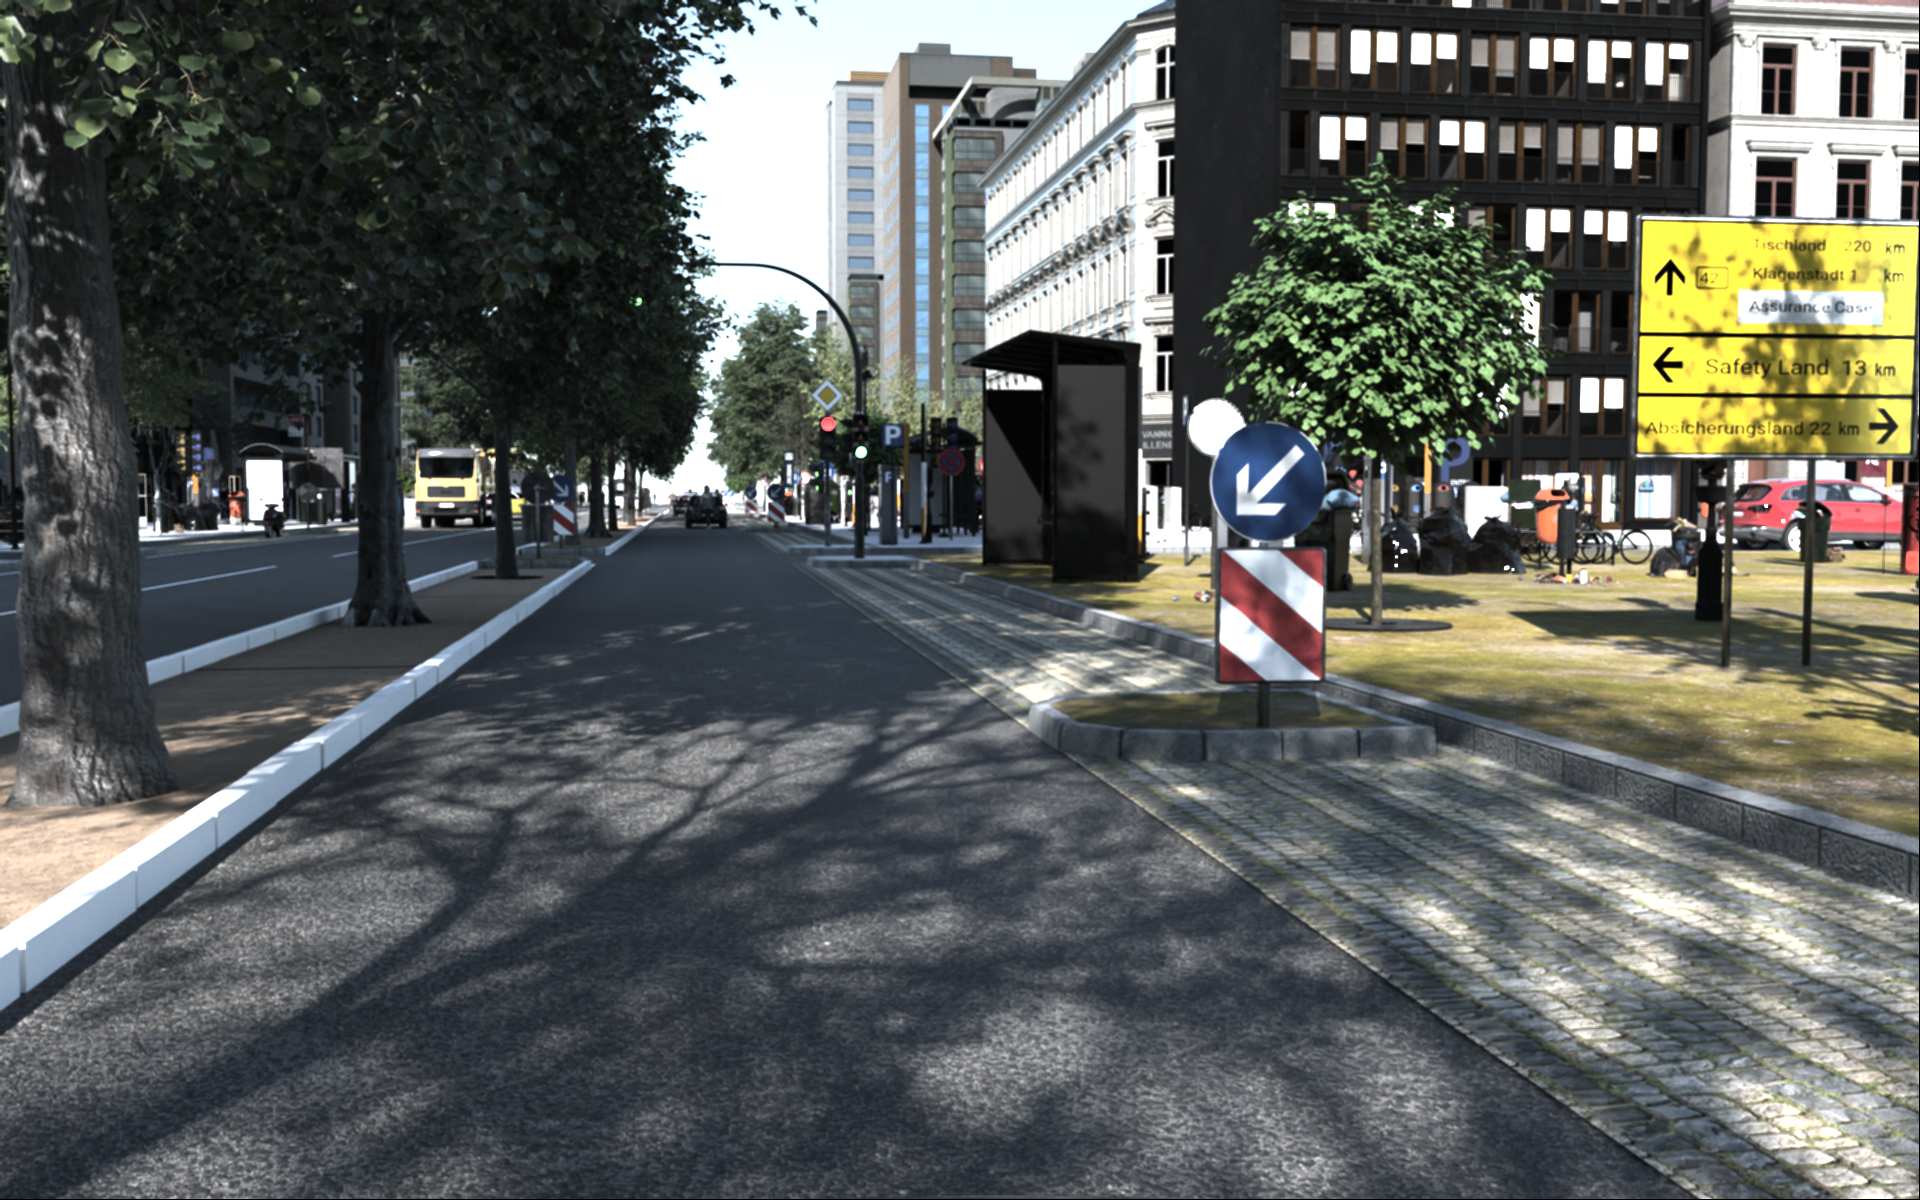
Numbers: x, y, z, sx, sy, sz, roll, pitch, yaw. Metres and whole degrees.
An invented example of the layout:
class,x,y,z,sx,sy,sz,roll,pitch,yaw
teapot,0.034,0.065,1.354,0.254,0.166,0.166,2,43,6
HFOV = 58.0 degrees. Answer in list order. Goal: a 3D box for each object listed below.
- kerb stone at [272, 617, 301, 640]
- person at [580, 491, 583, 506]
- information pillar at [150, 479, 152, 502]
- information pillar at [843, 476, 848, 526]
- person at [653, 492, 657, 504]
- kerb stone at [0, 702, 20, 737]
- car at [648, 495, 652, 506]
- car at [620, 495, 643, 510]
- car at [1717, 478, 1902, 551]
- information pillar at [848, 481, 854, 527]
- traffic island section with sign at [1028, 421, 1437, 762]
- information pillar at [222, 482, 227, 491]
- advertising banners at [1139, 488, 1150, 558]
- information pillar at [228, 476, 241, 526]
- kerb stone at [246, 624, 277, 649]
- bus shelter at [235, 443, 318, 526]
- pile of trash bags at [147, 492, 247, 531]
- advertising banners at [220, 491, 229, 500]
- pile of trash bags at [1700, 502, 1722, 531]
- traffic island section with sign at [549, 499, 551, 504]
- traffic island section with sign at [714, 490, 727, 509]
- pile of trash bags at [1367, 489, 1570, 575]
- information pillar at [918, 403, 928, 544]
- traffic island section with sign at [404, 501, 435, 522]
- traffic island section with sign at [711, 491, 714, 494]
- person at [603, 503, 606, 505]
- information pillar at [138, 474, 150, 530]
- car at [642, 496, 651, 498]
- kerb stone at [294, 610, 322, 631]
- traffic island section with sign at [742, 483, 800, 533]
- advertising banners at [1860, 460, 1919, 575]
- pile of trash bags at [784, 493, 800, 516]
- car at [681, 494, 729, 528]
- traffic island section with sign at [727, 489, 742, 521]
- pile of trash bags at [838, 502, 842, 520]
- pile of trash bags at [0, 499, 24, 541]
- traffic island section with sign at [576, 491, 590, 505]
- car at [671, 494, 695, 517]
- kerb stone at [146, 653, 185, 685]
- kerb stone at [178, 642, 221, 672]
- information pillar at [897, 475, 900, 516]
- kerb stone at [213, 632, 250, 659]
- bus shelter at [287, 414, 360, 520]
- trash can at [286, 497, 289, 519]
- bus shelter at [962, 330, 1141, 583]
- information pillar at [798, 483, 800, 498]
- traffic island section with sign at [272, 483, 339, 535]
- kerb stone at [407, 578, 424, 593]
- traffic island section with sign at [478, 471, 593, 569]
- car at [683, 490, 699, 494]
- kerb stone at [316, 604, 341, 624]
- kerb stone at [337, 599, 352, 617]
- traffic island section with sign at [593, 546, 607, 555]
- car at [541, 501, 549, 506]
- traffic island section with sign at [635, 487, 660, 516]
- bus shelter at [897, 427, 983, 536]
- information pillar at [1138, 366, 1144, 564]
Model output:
class,x,y,z,sx,sy,sz,roll,pitch,yaw
kerb stone,-6.787,0.302,17.314,0.120,0.150,1.000,-1,4,-9
person,-46.041,-12.366,210.643,0.705,1.831,1.348,-2,4,-25
information pillar,-39.256,-4.842,83.661,0.304,2.012,0.304,-3,5,-43
information pillar,-4.501,-4.720,68.530,0.183,3.616,0.504,-1,4,-10
person,-43.658,-14.601,247.759,0.617,1.759,0.750,-1,4,-21
kerb stone,-5.688,0.733,10.218,0.120,0.150,1.000,-1,4,-9
car,-38.713,-12.256,212.386,2.014,1.417,4.499,-1,4,-10
car,-29.211,-8.681,154.290,2.083,1.381,4.827,0,4,-7
car,21.246,-2.051,42.208,5.304,1.827,2.281,-1,4,-9
information pillar,-4.081,-4.639,67.204,0.183,3.616,0.504,1,4,11
traffic island section with sign,1.462,-0.096,10.196,1.989,1.847,2.006,-1,4,-9
information pillar,-46.237,-6.396,109.061,0.304,2.012,0.304,2,4,25
advertising banners,3.058,-2.315,34.039,0.090,3.025,2.074,3,5,45
information pillar,-29.482,-4.035,70.469,0.304,2.012,0.304,2,4,30
kerb stone,-6.633,0.363,16.303,0.120,0.150,1.000,-1,4,-9
bus shelter,-28.272,-4.766,71.853,2.014,3.302,5.546,-1,4,-9
pile of trash bags,-26.522,-3.116,60.699,3.447,1.369,1.912,1,4,14
advertising banners,-40.228,-6.006,94.385,0.090,3.025,2.074,3,5,41
pile of trash bags,26.490,-3.003,58.844,3.447,1.369,1.912,-2,4,-24
traffic island section with sign,-39.354,-9.595,165.502,1.989,1.847,2.006,-1,4,-9
traffic island section with sign,-18.747,-8.059,140.385,1.989,1.847,2.006,-1,4,-9
pile of trash bags,8.563,-1.147,28.504,3.447,1.369,1.912,-1,4,-21
information pillar,-0.932,-3.277,44.941,0.183,3.616,0.504,0,4,6
traffic island section with sign,-27.357,-4.865,88.176,1.989,1.847,2.006,-1,4,-9
traffic island section with sign,-23.022,-9.749,168.017,1.989,1.847,2.006,-1,4,-9
person,-47.609,-13.639,231.513,0.705,1.822,1.348,2,4,35
information pillar,-29.656,-3.560,62.694,0.304,2.012,0.304,3,5,44
car,-36.828,-11.695,200.259,2.155,1.783,4.494,0,4,-8
kerb stone,-6.947,0.237,18.323,0.120,0.150,1.000,-1,4,-9
traffic island section with sign,-7.046,-3.446,64.969,1.989,1.847,2.006,-1,4,-9
advertising banners,15.119,-1.897,27.209,2.074,3.025,0.090,3,5,43
pile of trash bags,-9.583,-5.682,102.654,1.912,1.369,3.447,-2,4,-32
car,-10.885,-3.931,74.063,2.009,1.686,4.222,-1,4,-10
traffic island section with sign,-11.193,-5.085,91.769,1.989,1.847,2.006,-1,4,-9
pile of trash bags,-4.994,-4.653,85.834,1.912,1.369,3.447,-1,4,-11
pile of trash bags,-25.999,-2.391,48.844,1.912,1.369,3.447,2,4,32
traffic island section with sign,-47.794,-12.921,219.888,1.989,1.847,2.006,-1,4,-9
car,-17.196,-6.074,109.103,2.009,1.686,4.222,0,4,-8
kerb stone,-6.160,0.547,13.252,0.120,0.150,1.000,-1,4,-9
kerb stone,-6.309,0.485,14.271,0.120,0.150,1.000,-1,4,-9
information pillar,-3.572,-6.602,99.296,0.183,3.616,0.504,-1,4,-20
kerb stone,-6.479,0.424,15.285,0.120,0.150,1.000,-1,4,-9
bus shelter,-33.067,-6.863,89.835,2.179,5.291,8.768,-1,4,-9
trash can,-32.678,-4.384,83.333,0.748,1.137,0.748,0,3,0
bus shelter,1.367,-2.247,28.014,1.731,3.624,6.357,-1,4,-9
information pillar,-10.786,-6.876,116.912,0.304,2.012,0.304,-1,4,-16
traffic island section with sign,-23.222,-3.236,61.539,1.989,1.847,2.006,-1,4,-9
kerb stone,-8.044,-0.191,25.409,0.120,0.150,1.000,-1,4,-9
traffic island section with sign,-8.327,-1.577,33.924,2.006,1.907,1.989,-1,4,-9
car,-28.291,-10.607,182.104,2.281,1.827,5.304,-1,4,-9
kerb stone,-7.105,0.175,19.333,0.120,0.150,1.000,-1,4,-9
kerb stone,-7.252,0.115,20.345,0.120,0.150,1.000,-1,4,-9
traffic island section with sign,-9.453,-2.025,41.245,2.006,1.907,1.989,-1,4,-9
car,-29.711,-6.841,120.895,2.155,1.783,4.494,-1,4,-8
traffic island section with sign,-20.983,-6.566,115.497,2.006,1.907,1.989,-1,4,-9
bus shelter,-0.668,-3.717,54.704,2.014,3.302,5.546,-1,4,-9
information pillar,3.177,-2.489,32.044,0.183,3.616,0.504,-3,5,-40
